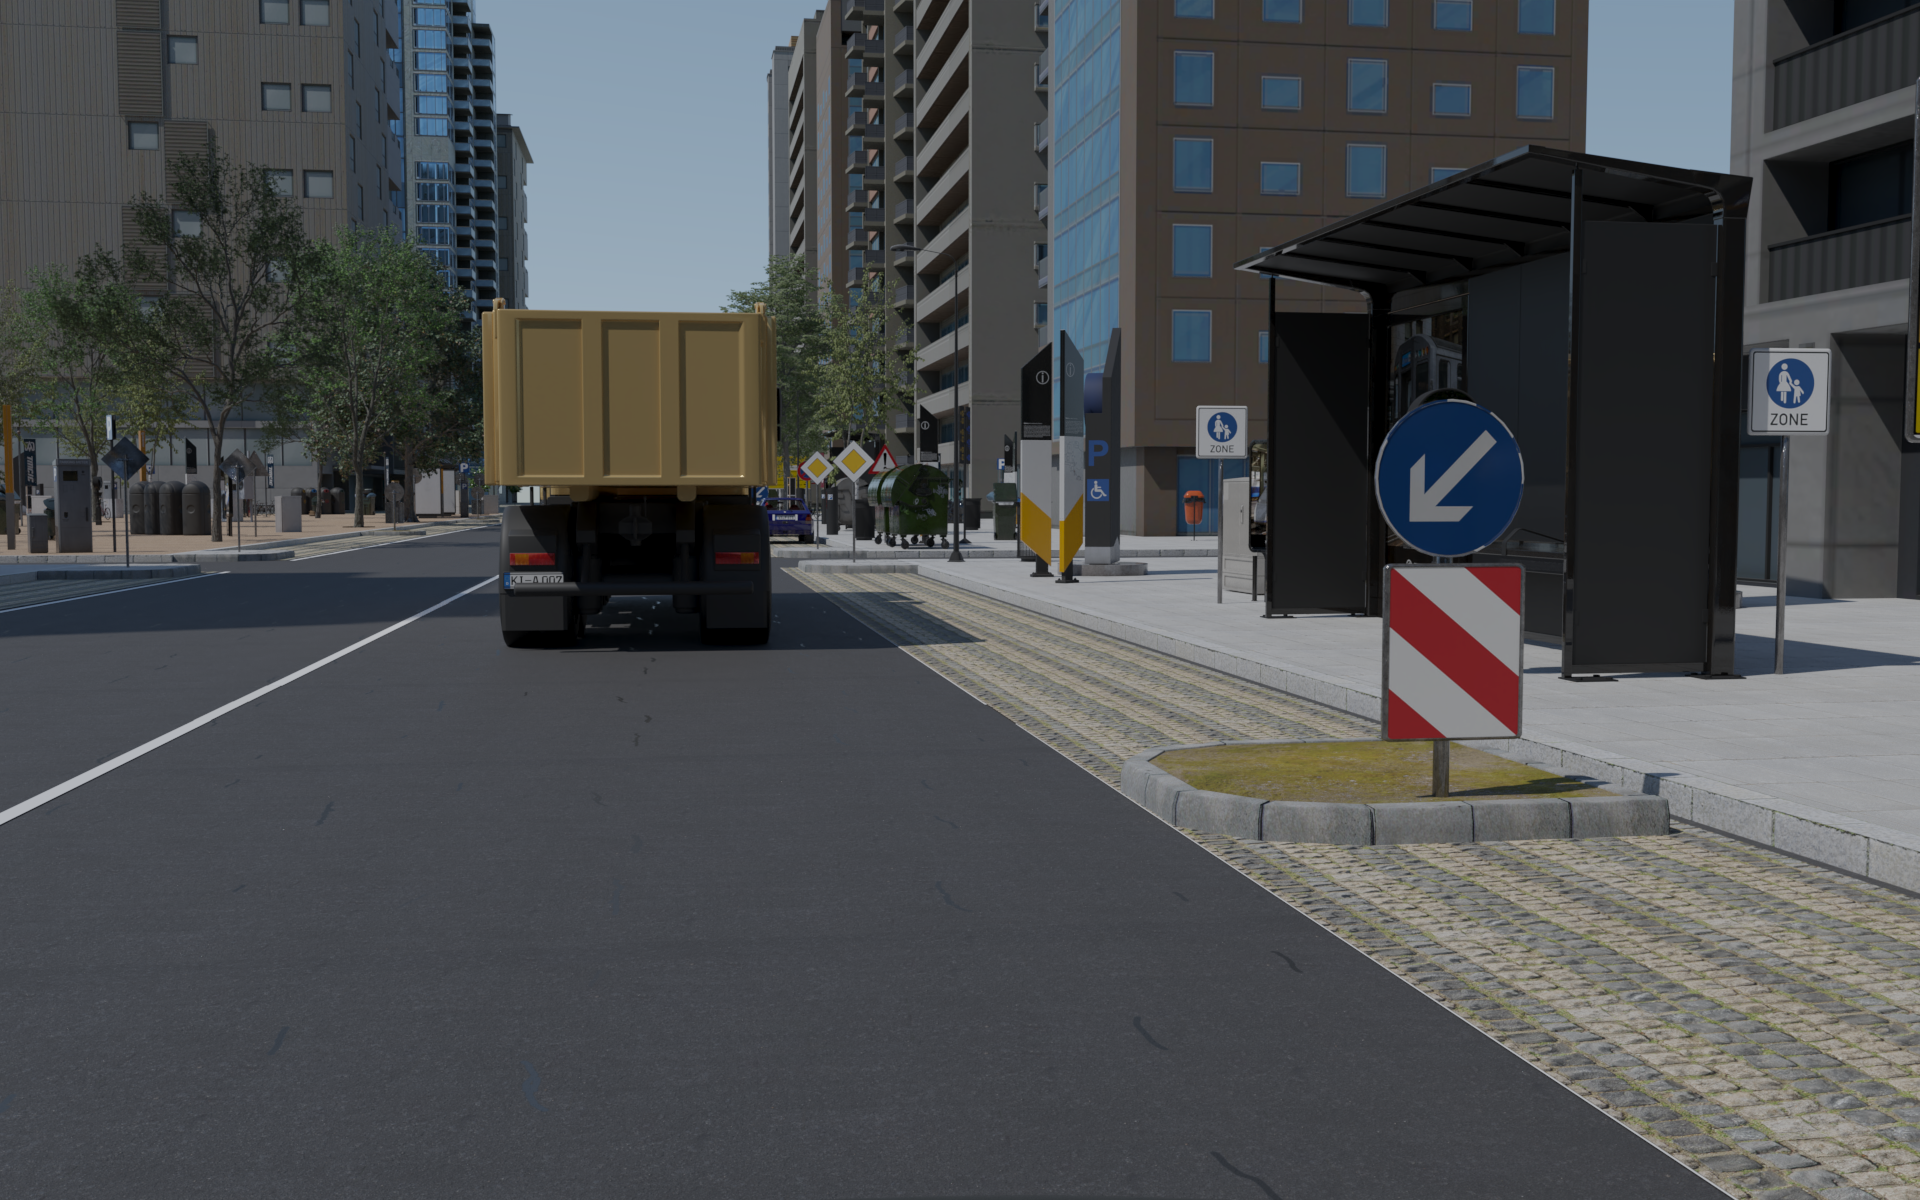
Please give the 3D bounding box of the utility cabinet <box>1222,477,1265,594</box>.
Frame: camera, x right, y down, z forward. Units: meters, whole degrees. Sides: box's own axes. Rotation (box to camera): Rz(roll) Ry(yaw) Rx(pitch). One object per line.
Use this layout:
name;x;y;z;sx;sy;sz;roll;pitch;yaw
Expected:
utility cabinet;3.744;-0.841;22.435;0.318;1.500;1.173;-1;4;-13

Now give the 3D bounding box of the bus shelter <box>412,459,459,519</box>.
bus shelter;-28.373;-6.065;93.091;2.014;3.302;5.546;-1;4;-10

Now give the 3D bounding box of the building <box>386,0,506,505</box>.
building;-67.375;-55.024;212.309;22.319;86.520;31.000;-1;4;-10

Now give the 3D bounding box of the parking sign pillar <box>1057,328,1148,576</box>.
parking sign pillar;2.278;-2.390;27.557;1.447;3.967;1.447;1;4;12

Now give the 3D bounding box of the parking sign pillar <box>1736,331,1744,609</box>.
parking sign pillar;8.196;-1.914;19.772;1.447;3.967;1.447;-2;4;-35

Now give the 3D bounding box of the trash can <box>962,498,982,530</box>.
trash can;0.429;-3.050;61.517;0.748;1.137;0.748;0;3;0

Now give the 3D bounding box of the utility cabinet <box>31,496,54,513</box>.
utility cabinet;-32.736;-3.109;61.997;1.020;1.237;0.306;1;4;23

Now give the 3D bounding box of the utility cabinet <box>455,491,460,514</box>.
utility cabinet;-32.171;-6.203;110.090;1.173;1.500;0.318;2;4;28

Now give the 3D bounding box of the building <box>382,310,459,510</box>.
building;-59.369;-18.637;149.753;27.650;21.520;28.899;-1;4;-10

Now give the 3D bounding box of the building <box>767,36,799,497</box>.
building;-15.003;-42.169;231.466;21.231;58.520;28.212;-1;4;-10

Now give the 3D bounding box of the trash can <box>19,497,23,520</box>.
trash can;-47.030;-4.563;86.257;0.748;1.137;0.748;0;3;0

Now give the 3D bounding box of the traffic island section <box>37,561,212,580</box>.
traffic island section;-14.576;-0.490;30.295;2.009;0.180;2.903;-1;4;-10

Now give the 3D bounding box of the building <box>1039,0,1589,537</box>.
building;11.018;-24.947;57.986;14.200;45.320;14.600;-1;4;-10

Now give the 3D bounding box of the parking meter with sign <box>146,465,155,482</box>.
parking meter with sign;-47.889;-6.496;102.467;0.543;3.016;1.738;-2;4;-26

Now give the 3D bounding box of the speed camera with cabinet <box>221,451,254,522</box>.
speed camera with cabinet;-33.237;-5.220;79.685;2.038;3.252;0.660;3;4;38

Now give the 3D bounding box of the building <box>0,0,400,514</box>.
building;-54.615;-32.527;121.059;28.713;52.752;27.495;-1;4;-10

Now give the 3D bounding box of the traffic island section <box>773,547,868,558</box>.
traffic island section;-3.287;-1.101;40.282;2.009;0.180;2.903;-1;4;-10

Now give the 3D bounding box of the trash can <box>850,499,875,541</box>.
trash can;-2.659;-2.224;48.011;0.748;1.137;0.748;0;3;0

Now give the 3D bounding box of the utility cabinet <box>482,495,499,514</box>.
utility cabinet;-30.443;-6.179;112.183;1.020;1.237;0.306;-2;4;-33

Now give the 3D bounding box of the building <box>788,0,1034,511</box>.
building;-5.609;-33.580;172.733;21.300;48.544;21.600;-1;4;-10

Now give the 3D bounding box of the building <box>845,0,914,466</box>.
building;2.754;-29.337;134.291;22.147;44.769;28.867;-1;4;-10

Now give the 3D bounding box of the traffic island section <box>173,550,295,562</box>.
traffic island section;-15.902;-0.972;38.169;2.009;0.180;2.903;-1;4;-10

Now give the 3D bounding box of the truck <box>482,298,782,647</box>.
truck;-3.615;-1.474;20.023;3.469;3.379;9.791;-1;4;-9

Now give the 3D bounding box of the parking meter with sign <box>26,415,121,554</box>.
parking meter with sign;-19.386;-2.540;37.791;1.738;3.016;0.543;-3;4;-37

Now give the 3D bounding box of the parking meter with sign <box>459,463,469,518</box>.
parking meter with sign;-27.342;-6.070;95.498;0.543;3.016;1.738;-1;4;-15

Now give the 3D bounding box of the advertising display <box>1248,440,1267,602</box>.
advertising display;3.734;-0.924;20.319;0.123;1.923;0.974;-2;4;-28

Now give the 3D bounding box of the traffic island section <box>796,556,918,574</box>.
traffic island section;-1.961;-0.619;32.407;2.009;0.180;2.903;-1;4;-10

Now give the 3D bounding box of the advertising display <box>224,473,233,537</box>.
advertising display;-22.214;-2.900;52.626;0.123;1.923;0.974;-2;4;-30

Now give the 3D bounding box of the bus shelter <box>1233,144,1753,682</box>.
bus shelter;4.152;-1.444;14.887;1.731;3.624;6.357;-1;4;-10

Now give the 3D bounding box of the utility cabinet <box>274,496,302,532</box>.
utility cabinet;-22.609;-2.883;58.298;0.306;1.237;1.020;1;4;17

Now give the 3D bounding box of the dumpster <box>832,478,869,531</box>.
dumpster;-3.816;-3.338;60.333;1.264;1.857;1.865;-1;4;-10

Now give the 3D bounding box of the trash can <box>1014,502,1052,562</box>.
trash can;1.384;-1.299;32.894;0.748;1.137;0.748;0;3;0

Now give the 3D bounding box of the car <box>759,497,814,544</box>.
car;-5.240;-2.329;50.654;1.945;1.354;3.894;-1;4;-10

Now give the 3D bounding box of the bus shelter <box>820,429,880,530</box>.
bus shelter;-4.162;-4.549;65.656;1.731;3.624;6.357;-1;4;-10

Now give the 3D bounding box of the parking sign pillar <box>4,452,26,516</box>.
parking sign pillar;-56.350;-7.040;103.574;1.447;3.967;1.447;-1;4;-21

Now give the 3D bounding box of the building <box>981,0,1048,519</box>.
building;9.361;-29.118;99.783;21.300;48.544;21.600;-1;4;-10

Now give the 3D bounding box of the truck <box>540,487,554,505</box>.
truck;-21.214;-5.992;93.894;3.469;3.379;9.791;-1;4;-10

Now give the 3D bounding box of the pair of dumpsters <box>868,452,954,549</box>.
pair of dumpsters;-1.206;-2.418;42.020;1.574;2.255;4.437;-1;4;-10

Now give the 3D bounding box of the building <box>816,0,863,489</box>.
building;-5.232;-30.864;154.729;14.600;45.320;14.200;-1;4;-10

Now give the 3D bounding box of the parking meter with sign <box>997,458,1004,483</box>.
parking meter with sign;2.258;-5.455;85.452;0.543;3.016;1.738;1;4;12

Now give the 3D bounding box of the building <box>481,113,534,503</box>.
building;-74.745;-39.906;241.705;28.713;52.752;27.495;-1;4;-10
